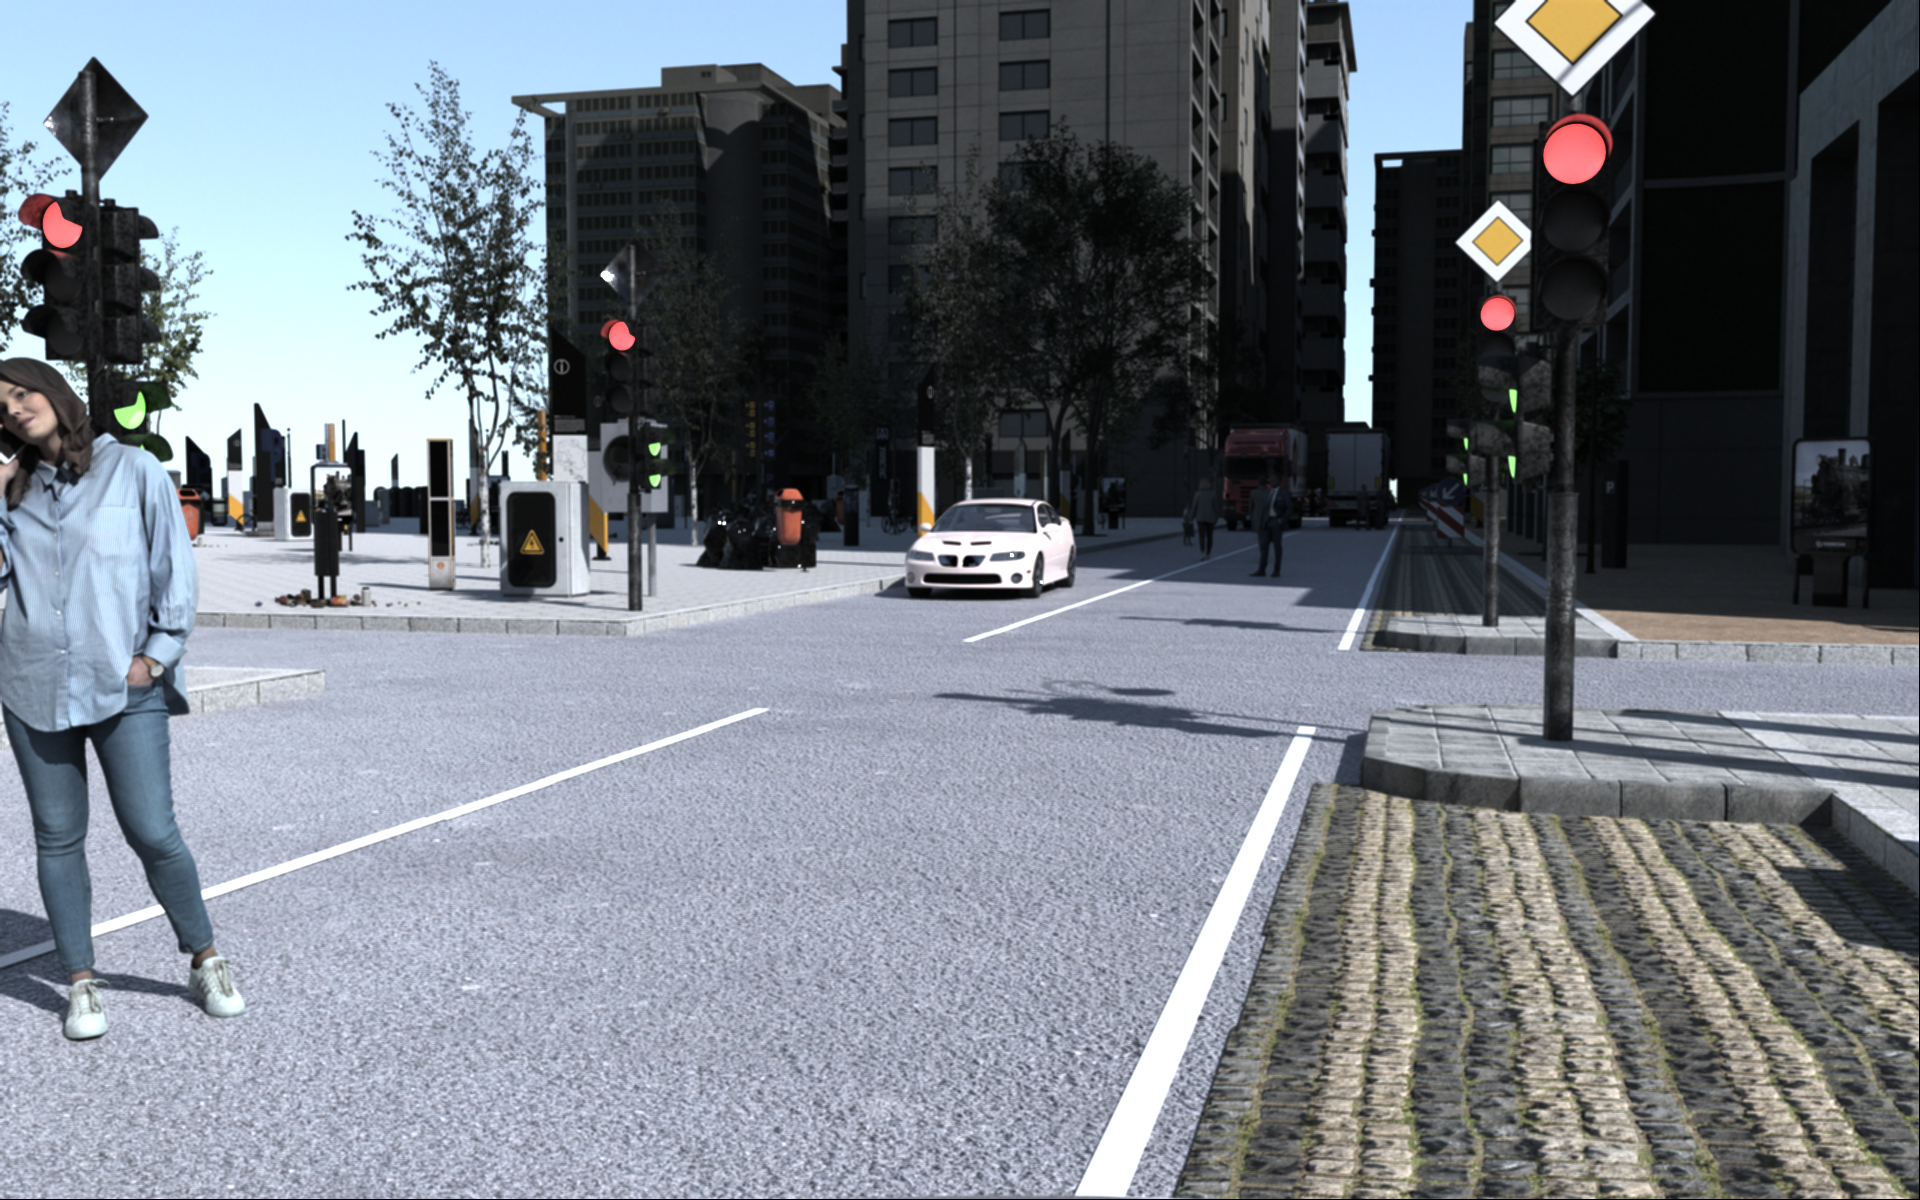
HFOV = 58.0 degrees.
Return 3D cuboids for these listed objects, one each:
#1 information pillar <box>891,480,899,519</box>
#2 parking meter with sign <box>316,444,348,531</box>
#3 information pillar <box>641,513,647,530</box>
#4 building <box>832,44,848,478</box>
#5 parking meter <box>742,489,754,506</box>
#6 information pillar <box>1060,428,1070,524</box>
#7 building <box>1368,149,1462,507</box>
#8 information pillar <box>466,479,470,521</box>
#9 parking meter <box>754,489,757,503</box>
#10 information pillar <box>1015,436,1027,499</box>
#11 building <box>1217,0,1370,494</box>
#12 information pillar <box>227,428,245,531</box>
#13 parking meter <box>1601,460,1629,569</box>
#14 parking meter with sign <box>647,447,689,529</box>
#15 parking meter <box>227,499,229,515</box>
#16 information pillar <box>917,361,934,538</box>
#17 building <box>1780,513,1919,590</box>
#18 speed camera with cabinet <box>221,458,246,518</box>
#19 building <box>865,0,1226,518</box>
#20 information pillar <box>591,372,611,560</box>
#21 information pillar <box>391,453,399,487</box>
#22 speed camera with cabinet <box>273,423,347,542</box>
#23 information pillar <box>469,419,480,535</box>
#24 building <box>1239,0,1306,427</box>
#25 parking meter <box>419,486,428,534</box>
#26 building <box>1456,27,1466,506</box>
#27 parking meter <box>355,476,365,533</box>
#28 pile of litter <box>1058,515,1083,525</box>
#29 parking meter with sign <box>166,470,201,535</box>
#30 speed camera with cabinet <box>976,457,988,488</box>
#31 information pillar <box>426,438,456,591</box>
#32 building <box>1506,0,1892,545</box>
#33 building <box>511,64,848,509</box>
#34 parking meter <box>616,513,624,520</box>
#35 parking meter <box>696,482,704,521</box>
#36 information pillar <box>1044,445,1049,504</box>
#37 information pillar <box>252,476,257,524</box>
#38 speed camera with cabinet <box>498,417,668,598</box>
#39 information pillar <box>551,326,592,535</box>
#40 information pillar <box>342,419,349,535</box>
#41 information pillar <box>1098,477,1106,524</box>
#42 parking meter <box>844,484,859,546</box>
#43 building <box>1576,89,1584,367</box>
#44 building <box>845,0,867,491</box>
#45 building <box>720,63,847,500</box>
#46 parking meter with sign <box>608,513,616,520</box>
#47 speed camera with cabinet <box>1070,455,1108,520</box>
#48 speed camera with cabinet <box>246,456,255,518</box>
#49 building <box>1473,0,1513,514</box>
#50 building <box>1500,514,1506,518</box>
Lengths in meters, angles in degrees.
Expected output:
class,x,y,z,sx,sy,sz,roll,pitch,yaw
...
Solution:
class,x,y,z,sx,sy,sz,roll,pitch,yaw
information pillar,-3.301,-5.100,87.879,0.304,2.012,0.304,-3,5,-45
parking meter with sign,-21.688,-3.897,59.971,0.543,3.016,1.738,-3,5,-40
information pillar,-11.377,-3.501,61.726,0.304,2.012,0.304,1,4,22
building,-3.209,-31.520,165.461,14.200,45.320,14.600,1,4,15
parking meter,-10.210,-4.532,82.501,0.372,1.533,0.369,0,3,0
information pillar,3.741,-4.286,61.438,0.183,3.616,0.504,3,5,43
building,56.135,-30.153,184.880,23.993,40.220,32.217,1,4,15
information pillar,-23.158,-4.733,81.880,0.304,2.012,0.304,0,4,-4
parking meter,-10.447,-4.833,87.437,0.372,1.533,0.369,0,3,0
information pillar,2.520,-4.786,69.608,0.183,3.616,0.504,-2,4,-25
building,30.787,-36.701,189.304,27.495,52.752,28.713,1,4,15
information pillar,-25.441,-4.249,60.834,0.504,3.616,0.183,-2,4,-28
parking meter,11.318,-1.482,29.944,0.255,1.863,0.399,-2,4,-24
parking meter with sign,-11.015,-4.171,64.465,1.738,3.016,0.543,0,4,8
parking meter,-45.489,-6.245,107.810,0.255,1.863,0.399,-2,4,-23
information pillar,-0.590,-2.388,30.404,0.183,3.616,0.504,2,4,27
building,28.076,-43.266,20.077,31.000,86.520,22.319,1,4,15
speed camera with cabinet,-39.043,-6.107,94.191,2.038,3.252,0.660,0,3,0
building,7.138,-40.690,103.537,20.563,71.187,20.611,1,4,15
information pillar,-7.020,-2.581,33.558,0.504,3.616,0.183,3,4,37
information pillar,-32.269,-6.581,98.956,0.504,3.616,0.183,2,4,30
speed camera with cabinet,-17.850,-3.260,47.636,0.660,3.252,2.038,2,4,32
information pillar,-15.107,-3.823,53.867,0.183,3.616,0.504,-3,5,-44
building,16.952,-37.697,158.338,28.212,58.520,21.231,1,4,15
parking meter,-17.270,-2.908,55.956,0.372,1.533,0.369,0,3,0
building,51.241,-28.670,152.342,14.154,41.232,14.086,1,4,15
parking meter,-19.727,-3.136,56.983,0.255,1.863,0.399,-1,4,-16
pile of litter,4.689,-3.554,72.067,1.719,0.858,1.176,-2,4,-32
parking meter with sign,-24.647,-3.528,53.942,1.738,3.016,0.543,-3,5,-40
speed camera with cabinet,1.179,-6.059,93.395,0.660,3.252,2.038,0,4,1
information pillar,-6.905,-1.135,23.053,0.304,2.012,0.304,-1,4,-9
building,26.048,-37.100,44.839,20.563,71.187,20.611,1,4,15
building,-23.594,-28.821,163.104,23.993,40.220,32.217,1,4,15
parking meter,-16.632,-4.660,84.596,0.372,1.533,0.369,0,3,0
parking meter,-12.409,-4.691,82.409,0.255,1.863,0.399,2,4,33
information pillar,4.139,-5.600,82.921,0.183,3.616,0.504,-1,4,-17
information pillar,-28.162,-3.976,69.506,0.304,2.012,0.304,2,4,32
speed camera with cabinet,-4.702,-1.666,21.576,2.038,3.252,0.660,1,4,12
information pillar,-5.488,-2.016,24.319,0.504,3.616,0.183,-1,4,-11
information pillar,-19.340,-3.859,54.450,0.183,3.616,0.504,-1,4,-19
information pillar,6.583,-4.607,79.824,0.304,2.012,0.304,0,4,-4
parking meter,-2.695,-2.113,42.951,0.372,1.533,0.369,0,3,0
building,32.291,-18.282,70.615,14.160,30.474,14.107,1,4,15
building,8.431,-32.987,128.570,28.713,52.752,27.495,1,4,15
building,-21.445,-35.194,199.119,21.600,48.544,21.300,1,4,15
parking meter with sign,-17.629,-5.488,85.987,0.543,3.016,1.738,-3,5,-39
speed camera with cabinet,6.389,-5.677,87.154,2.038,3.252,0.660,-1,4,-9
speed camera with cabinet,-36.116,-5.848,89.953,2.038,3.252,0.660,3,5,39
building,48.014,-27.832,138.653,14.154,41.232,14.086,1,4,15
building,37.172,-25.368,98.366,14.154,41.232,14.086,1,4,15
